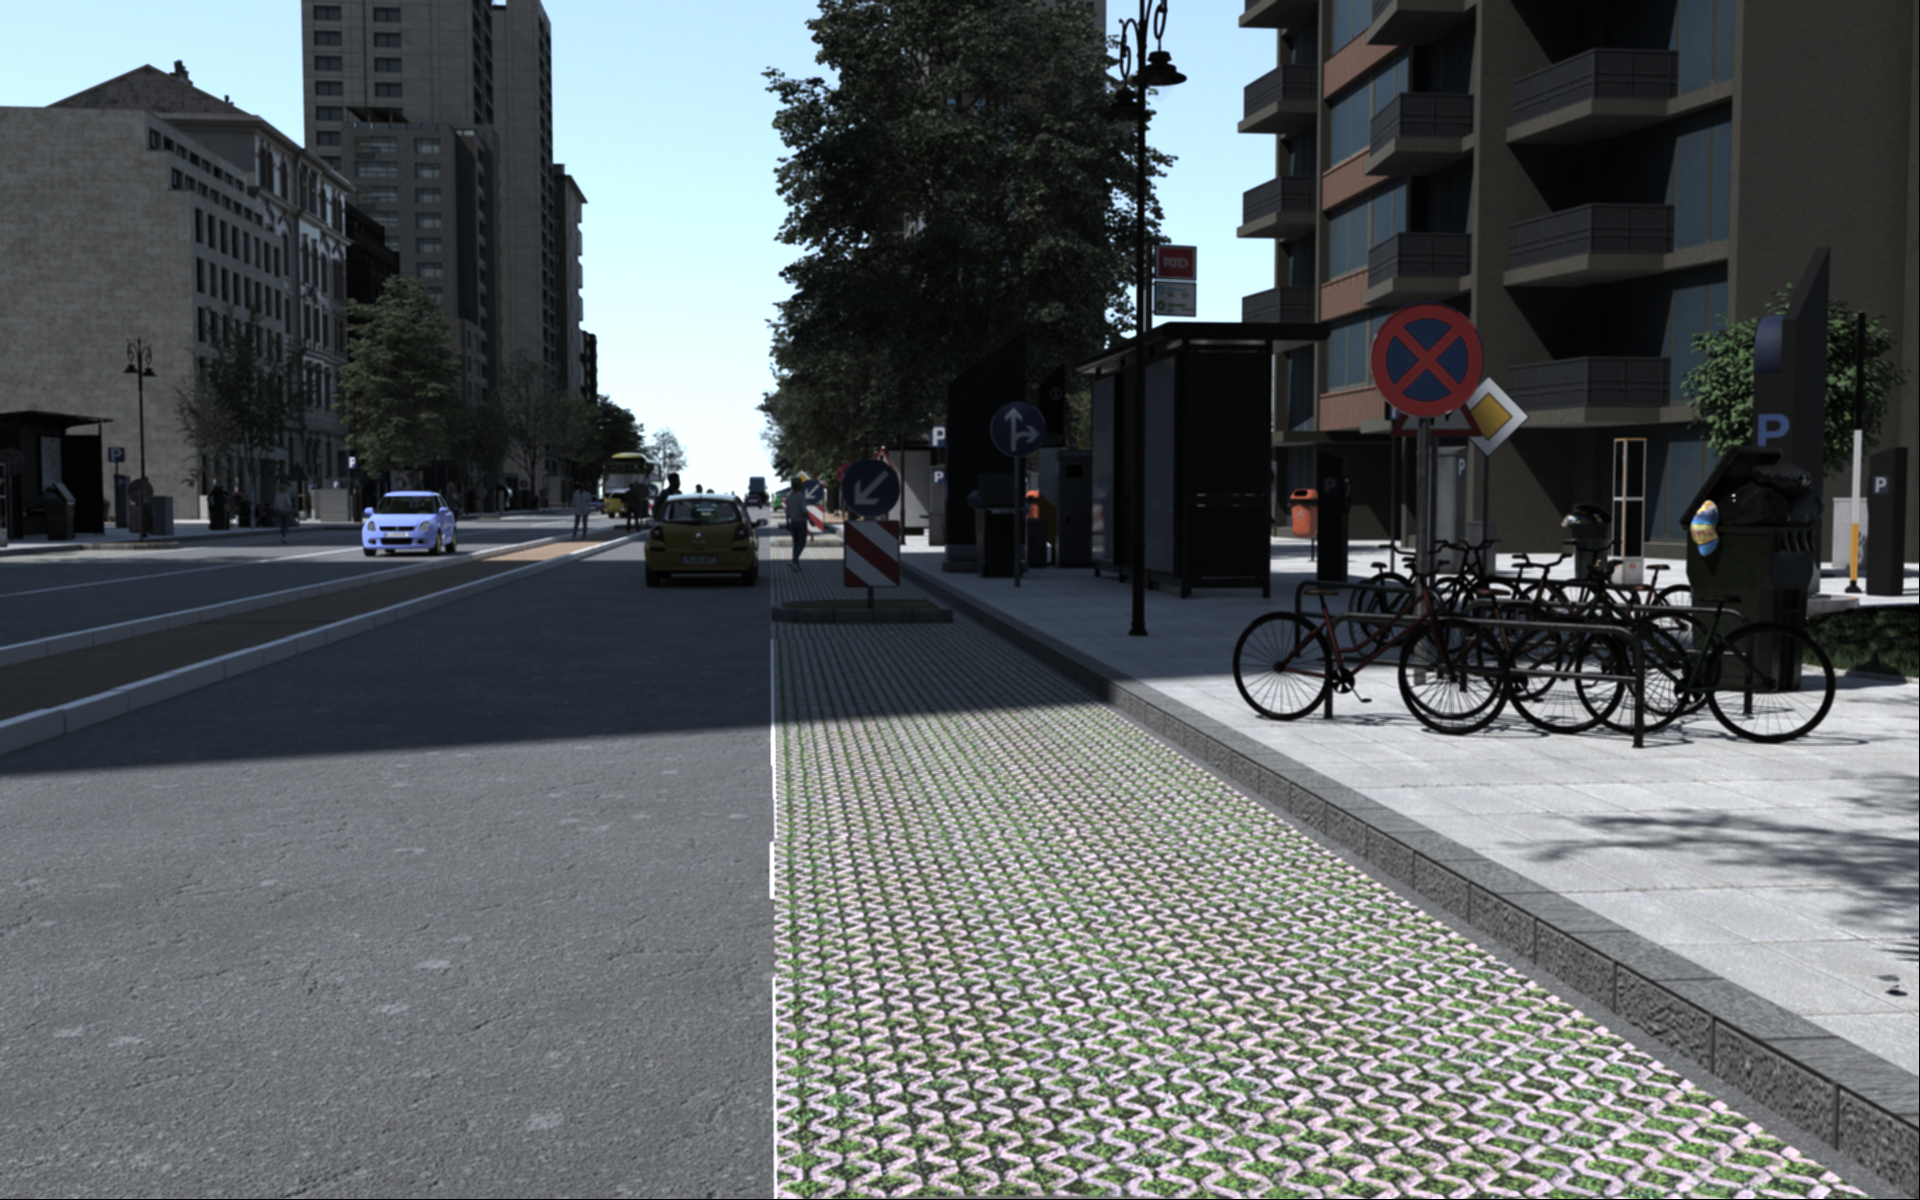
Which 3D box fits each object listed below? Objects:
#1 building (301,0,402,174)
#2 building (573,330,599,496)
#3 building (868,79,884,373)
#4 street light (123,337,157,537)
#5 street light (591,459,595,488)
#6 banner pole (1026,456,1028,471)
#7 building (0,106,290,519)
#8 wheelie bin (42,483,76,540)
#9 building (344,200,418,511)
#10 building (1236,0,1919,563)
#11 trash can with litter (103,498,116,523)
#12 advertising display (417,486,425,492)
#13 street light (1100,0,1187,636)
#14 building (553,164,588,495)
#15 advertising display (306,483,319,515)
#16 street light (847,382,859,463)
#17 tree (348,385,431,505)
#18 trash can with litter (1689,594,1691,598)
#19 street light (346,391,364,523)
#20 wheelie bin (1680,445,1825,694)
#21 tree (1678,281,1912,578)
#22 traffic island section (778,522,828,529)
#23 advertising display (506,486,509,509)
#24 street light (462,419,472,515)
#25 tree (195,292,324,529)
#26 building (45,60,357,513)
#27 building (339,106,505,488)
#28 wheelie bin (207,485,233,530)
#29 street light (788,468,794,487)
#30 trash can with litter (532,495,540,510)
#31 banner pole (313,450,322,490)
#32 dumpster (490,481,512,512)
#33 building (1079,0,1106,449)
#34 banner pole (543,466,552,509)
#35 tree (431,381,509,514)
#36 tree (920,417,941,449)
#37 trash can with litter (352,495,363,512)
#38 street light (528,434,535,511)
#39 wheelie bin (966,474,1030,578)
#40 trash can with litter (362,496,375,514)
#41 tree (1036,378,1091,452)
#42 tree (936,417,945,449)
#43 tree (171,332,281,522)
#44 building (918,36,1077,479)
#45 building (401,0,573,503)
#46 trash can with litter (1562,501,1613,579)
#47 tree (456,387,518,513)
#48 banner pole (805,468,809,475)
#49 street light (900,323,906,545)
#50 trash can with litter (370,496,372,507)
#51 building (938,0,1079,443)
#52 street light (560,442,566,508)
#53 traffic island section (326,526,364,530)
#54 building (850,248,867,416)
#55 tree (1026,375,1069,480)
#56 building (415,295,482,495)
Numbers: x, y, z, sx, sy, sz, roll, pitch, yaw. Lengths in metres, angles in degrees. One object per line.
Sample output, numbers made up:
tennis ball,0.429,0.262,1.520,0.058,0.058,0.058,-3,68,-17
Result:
building,-63.029,-46.702,201.827,20.563,71.187,20.611,0,4,-6
building,-70.397,-32.285,299.562,14.160,30.474,14.107,0,4,-6
building,-5.963,-51.103,273.786,20.563,71.187,20.611,0,4,-6
street light,-24.139,-4.790,51.111,0.468,5.910,1.993,0,4,-6
street light,-38.572,-12.821,182.405,0.468,5.910,1.993,0,4,-6
banner pole,2.840,-5.586,81.346,0.863,3.779,0.401,-2,4,-23
building,-44.452,-14.658,94.413,10.420,20.320,16.860,0,4,-6
wheelie bin,-25.099,-2.466,48.226,0.693,1.594,0.980,0,4,-5
building,-50.446,-18.696,135.357,12.332,23.373,15.834,0,4,-6
building,19.642,-23.881,45.072,22.147,44.769,28.867,0,4,-6
trash can with litter,-38.387,-4.074,78.004,1.055,1.170,0.624,1,4,18
advertising display,-46.857,-8.860,150.069,0.974,1.923,0.123,-2,4,-35
street light,1.621,-2.617,15.574,0.468,5.910,1.993,0,4,-6
building,-75.052,-42.095,277.489,28.713,52.752,27.495,0,4,-6
advertising display,-39.502,-6.144,105.662,0.123,1.923,0.974,1,4,20
street light,-4.430,-6.030,71.375,0.468,5.910,1.993,0,4,-6
tree,-38.543,-10.160,116.485,4.360,8.622,3.978,0,3,0
trash can with litter,9.842,-0.638,21.486,1.678,1.210,2.233,0,4,-1
street light,-27.069,-6.409,77.576,0.468,5.910,1.993,0,4,-6
wheelie bin,5.226,-0.213,11.397,0.980,1.594,0.693,-3,4,-38
tree,12.932,-2.641,26.899,4.285,4.588,4.351,0,3,0
traffic island section,-6.494,-3.018,71.629,2.009,0.180,2.903,0,4,-6
advertising display,-34.731,-7.797,132.696,0.123,1.923,0.974,-2,4,-27
street light,-30.255,-8.159,106.185,0.468,5.910,1.993,0,4,-6
tree,-25.910,-6.929,63.659,4.737,8.622,4.395,0,3,0
building,-49.587,-20.020,114.721,14.401,28.519,23.554,0,4,-6
building,-57.193,-30.688,185.348,14.154,41.232,14.086,0,4,-6
wheelie bin,-26.472,-3.308,62.000,0.693,1.594,0.980,0,4,0
street light,-27.714,-19.033,283.969,0.468,5.910,1.993,0,4,-6
trash can with litter,-35.556,-8.151,144.655,0.624,1.170,1.055,-1,4,-19
banner pole,-36.905,-6.694,99.467,0.401,3.779,0.863,1,4,17
dumpster,-33.549,-7.573,126.304,1.502,2.255,1.985,0,4,-6
building,3.872,-45.919,189.029,20.563,71.187,20.611,0,4,-6
banner pole,-36.150,-9.886,151.654,0.863,3.779,0.401,-3,5,-40
tree,-31.100,-9.896,112.164,4.360,8.622,3.978,0,3,0
tree,-3.393,-10.552,122.881,4.360,8.622,3.978,0,3,0
trash can with litter,-36.241,-5.621,102.956,1.678,1.210,2.233,-1,4,-12
street light,-33.202,-9.866,134.094,0.468,5.910,1.993,0,4,-6
wheelie bin,0.563,-1.155,26.789,0.980,1.594,0.693,-1,4,-15
trash can with litter,-38.155,-6.153,111.992,0.624,1.170,1.055,3,5,40
tree,7.260,-9.497,105.646,4.737,8.622,4.395,0,3,0
tree,-0.960,-11.968,146.039,4.737,8.622,4.395,0,3,0
tree,-32.863,-7.803,77.934,4.360,8.622,3.978,0,3,0
building,3.396,-31.897,171.625,14.600,45.320,14.200,0,4,-6
building,-68.049,-49.855,253.381,20.563,71.187,20.611,0,4,-6
trash can with litter,9.647,-0.905,26.182,1.055,1.170,0.624,-3,4,-36
tree,-32.100,-10.305,118.843,4.737,8.622,4.395,0,3,0
banner pole,-13.040,-9.667,148.064,0.401,3.779,0.863,-3,4,-39
street light,-1.445,-4.323,43.470,0.468,5.910,1.993,0,4,-6
trash can with litter,-42.034,-6.974,125.084,2.233,1.210,1.678,1,4,14
building,2.074,-47.185,209.732,20.563,71.187,20.611,0,4,-6
street light,-35.427,-11.112,154.476,0.468,5.910,1.993,0,4,-6
traffic island section,-24.131,-2.901,69.712,2.009,0.180,2.903,0,4,-6
building,-7.864,-39.481,300.135,22.147,44.769,28.867,0,4,-6
tree,3.186,-8.582,90.672,4.360,8.622,3.978,0,3,0
building,-61.856,-19.496,163.806,27.650,21.520,28.899,0,4,-6
